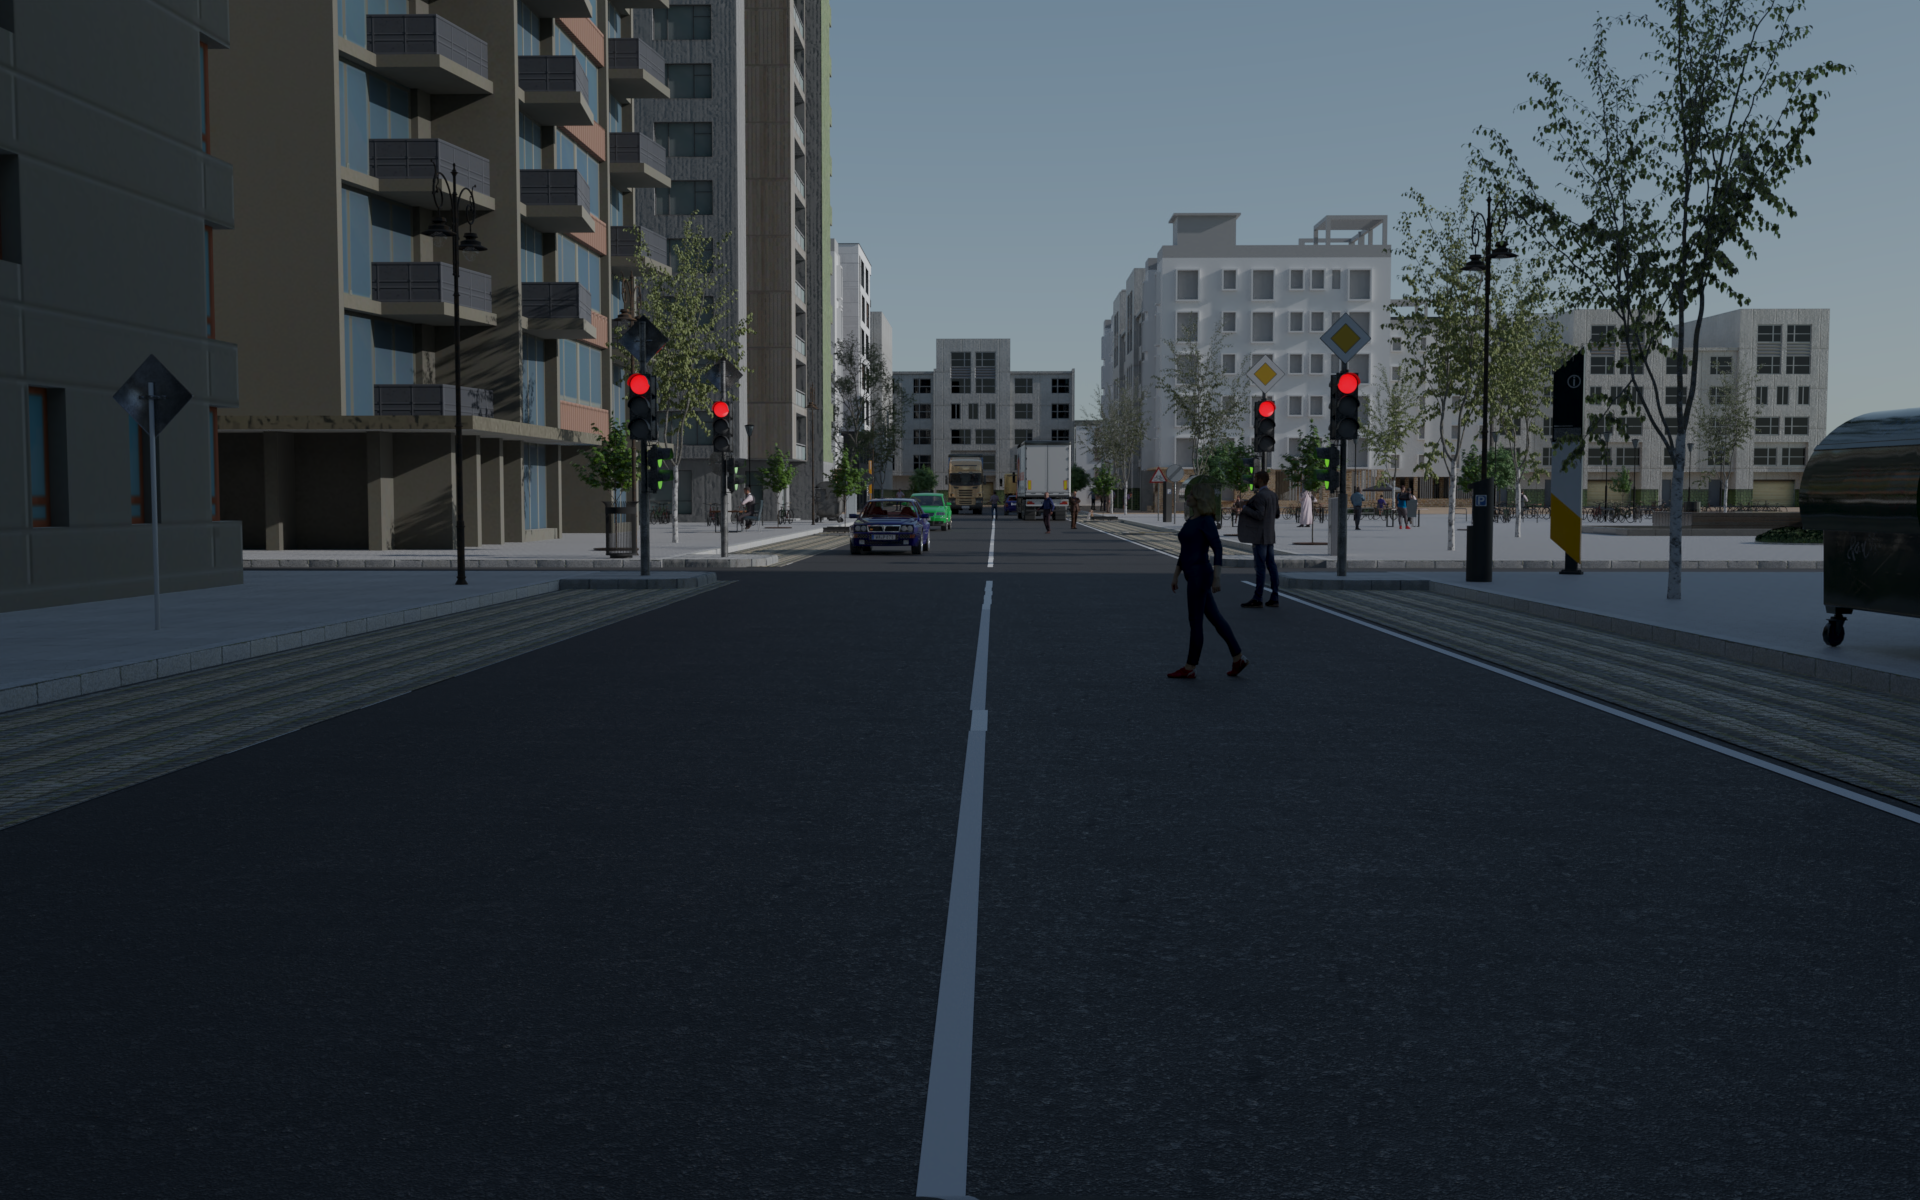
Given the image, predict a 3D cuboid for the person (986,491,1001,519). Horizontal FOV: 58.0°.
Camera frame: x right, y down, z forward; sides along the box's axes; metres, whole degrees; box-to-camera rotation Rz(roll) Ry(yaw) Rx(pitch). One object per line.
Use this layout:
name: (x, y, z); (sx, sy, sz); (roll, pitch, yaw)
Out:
person: (1.956, -5.344, 97.840); (0.963, 1.587, 0.435); (-1, 4, -21)

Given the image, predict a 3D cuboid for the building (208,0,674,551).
building: (-21.075, -24.266, 51.381); (22.147, 44.769, 28.867); (0, 4, 1)

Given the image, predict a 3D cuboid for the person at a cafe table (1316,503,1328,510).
person at a cafe table: (21.333, -5.704, 104.126); (1.726, 1.238, 1.698); (3, 5, 43)

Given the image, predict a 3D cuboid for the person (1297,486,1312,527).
person: (13.313, -3.677, 66.823); (0.621, 1.740, 0.551); (1, 4, 13)

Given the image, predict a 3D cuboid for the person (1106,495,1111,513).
person: (10.076, -6.761, 117.135); (0.434, 1.755, 0.990); (0, 4, 3)

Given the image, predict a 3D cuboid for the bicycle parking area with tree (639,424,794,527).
bicycle parking area with tree: (-11.295, -5.179, 71.677); (8.231, 4.147, 9.016); (1, 4, 22)

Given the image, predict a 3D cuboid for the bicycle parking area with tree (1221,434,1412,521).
bicycle parking area with tree: (17.023, -5.986, 84.867); (9.016, 4.147, 8.231); (-2, 4, -30)

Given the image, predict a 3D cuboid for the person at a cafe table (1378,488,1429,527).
person at a cafe table: (17.375, -3.609, 67.515); (1.698, 1.524, 1.622); (0, 4, -4)

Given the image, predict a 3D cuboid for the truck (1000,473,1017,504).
truck: (5.381, -10.009, 159.570); (3.469, 3.379, 9.791); (0, 4, 1)

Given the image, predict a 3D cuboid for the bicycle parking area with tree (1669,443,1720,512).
bicycle parking area with tree: (32.691, -6.268, 89.478); (8.231, 4.147, 9.016); (0, 4, -7)

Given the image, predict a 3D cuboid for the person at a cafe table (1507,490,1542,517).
person at a cafe table: (31.474, -5.401, 96.818); (1.698, 1.524, 1.622); (2, 4, 30)

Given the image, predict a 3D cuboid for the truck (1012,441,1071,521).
truck: (4.531, -6.595, 96.743); (2.839, 4.237, 11.283); (0, 4, -1)

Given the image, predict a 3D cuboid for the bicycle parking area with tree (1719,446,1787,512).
bicycle parking area with tree: (42.892, -6.869, 99.304); (8.231, 4.147, 9.016); (-2, 4, -35)

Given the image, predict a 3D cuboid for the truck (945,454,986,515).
truck: (0.407, -8.272, 124.168); (2.839, 4.237, 11.283); (0, 4, 0)

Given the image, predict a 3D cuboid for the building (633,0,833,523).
building: (-13.762, -24.397, 82.490); (14.154, 41.232, 14.086); (0, 4, 1)

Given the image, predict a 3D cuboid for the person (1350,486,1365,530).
person: (14.160, -3.269, 61.697); (0.429, 1.552, 0.499); (-1, 4, -20)

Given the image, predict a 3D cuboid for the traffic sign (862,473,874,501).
traffic sign: (-5.555, -6.347, 103.878); (0.768, 2.556, 0.104); (0, 4, 7)

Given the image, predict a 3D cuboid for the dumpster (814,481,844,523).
dumpster: (-5.884, -4.406, 77.791); (1.264, 1.857, 1.865); (0, 4, 1)

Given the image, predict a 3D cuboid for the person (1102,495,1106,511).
person: (10.992, -7.807, 133.548); (0.599, 1.838, 0.709); (0, 4, -2)

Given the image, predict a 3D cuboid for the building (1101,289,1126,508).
building: (21.625, -18.909, 165.574); (16.016, 20.091, 11.380); (0, 4, 1)

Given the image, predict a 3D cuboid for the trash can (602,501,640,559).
trash can: (-6.774, -1.404, 34.601); (0.748, 1.137, 0.748); (0, 3, 0)

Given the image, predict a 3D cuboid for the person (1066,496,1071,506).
person: (11.302, -10.685, 180.732); (0.705, 1.826, 1.348); (-1, 4, -15)

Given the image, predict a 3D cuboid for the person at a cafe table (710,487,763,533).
person at a cafe table: (-7.420, -3.021, 57.911); (1.622, 1.524, 1.698); (0, 4, 2)

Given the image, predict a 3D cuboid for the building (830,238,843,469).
building: (-15.862, -15.953, 117.244); (16.016, 20.091, 11.380); (0, 4, 1)

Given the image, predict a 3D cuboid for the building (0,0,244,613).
building: (-24.951, -10.123, 10.549); (28.899, 21.520, 27.650); (0, 4, 1)

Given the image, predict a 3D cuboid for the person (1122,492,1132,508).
person: (11.363, -6.641, 117.852); (0.697, 1.427, 0.421); (0, 4, 4)

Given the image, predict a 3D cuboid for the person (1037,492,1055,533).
person: (3.096, -3.175, 63.112); (0.600, 1.496, 0.574); (-1, 4, -14)

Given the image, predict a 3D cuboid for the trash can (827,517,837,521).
trash can: (-6.068, -4.354, 82.839); (0.748, 1.137, 0.748); (0, 3, 0)

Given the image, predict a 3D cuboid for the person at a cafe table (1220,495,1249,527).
person at a cafe table: (10.748, -3.516, 68.349); (1.698, 1.238, 1.726); (3, 5, 43)

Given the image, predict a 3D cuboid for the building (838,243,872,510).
building: (-22.190, -18.063, 139.304); (27.936, 21.610, 32.646); (0, 4, 1)

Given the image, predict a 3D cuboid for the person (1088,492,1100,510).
person: (10.753, -8.161, 139.455); (1.348, 1.826, 0.705); (-3, 4, -37)

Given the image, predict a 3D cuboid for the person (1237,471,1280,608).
person: (3.786, -0.772, 21.948); (0.431, 1.722, 0.655); (3, 5, 42)

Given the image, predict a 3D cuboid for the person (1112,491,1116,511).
person: (11.437, -7.567, 130.704); (0.756, 1.711, 0.436); (-3, 4, -36)

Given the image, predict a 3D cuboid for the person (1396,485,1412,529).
person: (16.251, -3.390, 63.335); (0.647, 1.594, 0.662); (2, 4, 32)

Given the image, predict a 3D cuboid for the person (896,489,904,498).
person: (-4.676, -7.745, 133.605); (0.756, 1.711, 0.436); (2, 4, 35)

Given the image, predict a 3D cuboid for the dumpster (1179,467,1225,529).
dumpster: (8.852, -3.722, 63.354); (1.502, 2.255, 1.985); (0, 4, 1)

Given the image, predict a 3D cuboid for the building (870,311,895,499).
building: (-23.122, -18.965, 176.538); (31.486, 18.905, 16.747); (0, 4, 1)

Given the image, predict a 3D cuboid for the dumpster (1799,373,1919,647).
dumpster: (7.827, -0.686, 13.704); (1.502, 2.255, 1.985); (0, 4, 1)

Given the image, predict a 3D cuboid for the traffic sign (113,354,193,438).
traffic sign: (-7.608, -1.016, 16.343); (0.795, 2.593, 0.064); (0, 4, 6)

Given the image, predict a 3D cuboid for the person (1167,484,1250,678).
person: (1.938, -0.151, 13.519); (0.613, 1.512, 0.480); (-2, 4, -27)

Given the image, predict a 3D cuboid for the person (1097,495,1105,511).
person: (10.686, -7.493, 129.261); (1.217, 1.735, 0.721); (-2, 4, -31)

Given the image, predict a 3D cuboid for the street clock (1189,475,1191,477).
street clock: (8.843, -3.731, 65.573); (0.358, 2.002, 0.471); (-1, 4, -22)

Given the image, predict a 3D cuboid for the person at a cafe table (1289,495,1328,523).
person at a cafe table: (15.415, -4.161, 76.550); (1.698, 1.524, 1.622); (0, 4, 4)

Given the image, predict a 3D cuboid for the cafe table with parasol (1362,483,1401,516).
cafe table with parasol: (24.408, -5.814, 99.922); (2.610, 1.966, 2.610); (0, 4, -4)

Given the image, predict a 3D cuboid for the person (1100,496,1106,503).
person: (15.452, -10.964, 185.260); (0.705, 1.831, 1.348); (3, 5, 45)

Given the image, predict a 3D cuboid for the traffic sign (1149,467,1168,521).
traffic sign: (9.397, -5.015, 81.996); (0.884, 2.594, 0.081); (0, 4, 6)

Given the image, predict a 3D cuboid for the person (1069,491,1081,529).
person: (4.731, -3.688, 71.068); (0.482, 1.546, 0.388); (-1, 4, -18)

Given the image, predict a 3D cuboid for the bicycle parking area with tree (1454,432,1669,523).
bicycle parking area with tree: (27.185, -5.665, 79.621); (8.231, 4.147, 9.016); (1, 4, 12)

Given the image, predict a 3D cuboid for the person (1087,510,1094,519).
person: (7.473, -4.893, 98.973); (0.357, 0.543, 0.381); (-1, 4, -20)

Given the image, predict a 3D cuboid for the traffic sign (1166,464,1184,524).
traffic sign: (9.169, -4.514, 73.905); (0.768, 2.556, 0.104); (1, 4, 9)

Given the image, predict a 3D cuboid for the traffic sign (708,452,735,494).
traffic sign: (-6.707, -2.980, 48.821); (0.768, 2.556, 0.104); (0, 4, 2)

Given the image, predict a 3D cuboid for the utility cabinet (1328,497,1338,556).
utility cabinet: (7.901, -1.544, 36.400); (0.306, 1.237, 1.020); (1, 4, 8)
